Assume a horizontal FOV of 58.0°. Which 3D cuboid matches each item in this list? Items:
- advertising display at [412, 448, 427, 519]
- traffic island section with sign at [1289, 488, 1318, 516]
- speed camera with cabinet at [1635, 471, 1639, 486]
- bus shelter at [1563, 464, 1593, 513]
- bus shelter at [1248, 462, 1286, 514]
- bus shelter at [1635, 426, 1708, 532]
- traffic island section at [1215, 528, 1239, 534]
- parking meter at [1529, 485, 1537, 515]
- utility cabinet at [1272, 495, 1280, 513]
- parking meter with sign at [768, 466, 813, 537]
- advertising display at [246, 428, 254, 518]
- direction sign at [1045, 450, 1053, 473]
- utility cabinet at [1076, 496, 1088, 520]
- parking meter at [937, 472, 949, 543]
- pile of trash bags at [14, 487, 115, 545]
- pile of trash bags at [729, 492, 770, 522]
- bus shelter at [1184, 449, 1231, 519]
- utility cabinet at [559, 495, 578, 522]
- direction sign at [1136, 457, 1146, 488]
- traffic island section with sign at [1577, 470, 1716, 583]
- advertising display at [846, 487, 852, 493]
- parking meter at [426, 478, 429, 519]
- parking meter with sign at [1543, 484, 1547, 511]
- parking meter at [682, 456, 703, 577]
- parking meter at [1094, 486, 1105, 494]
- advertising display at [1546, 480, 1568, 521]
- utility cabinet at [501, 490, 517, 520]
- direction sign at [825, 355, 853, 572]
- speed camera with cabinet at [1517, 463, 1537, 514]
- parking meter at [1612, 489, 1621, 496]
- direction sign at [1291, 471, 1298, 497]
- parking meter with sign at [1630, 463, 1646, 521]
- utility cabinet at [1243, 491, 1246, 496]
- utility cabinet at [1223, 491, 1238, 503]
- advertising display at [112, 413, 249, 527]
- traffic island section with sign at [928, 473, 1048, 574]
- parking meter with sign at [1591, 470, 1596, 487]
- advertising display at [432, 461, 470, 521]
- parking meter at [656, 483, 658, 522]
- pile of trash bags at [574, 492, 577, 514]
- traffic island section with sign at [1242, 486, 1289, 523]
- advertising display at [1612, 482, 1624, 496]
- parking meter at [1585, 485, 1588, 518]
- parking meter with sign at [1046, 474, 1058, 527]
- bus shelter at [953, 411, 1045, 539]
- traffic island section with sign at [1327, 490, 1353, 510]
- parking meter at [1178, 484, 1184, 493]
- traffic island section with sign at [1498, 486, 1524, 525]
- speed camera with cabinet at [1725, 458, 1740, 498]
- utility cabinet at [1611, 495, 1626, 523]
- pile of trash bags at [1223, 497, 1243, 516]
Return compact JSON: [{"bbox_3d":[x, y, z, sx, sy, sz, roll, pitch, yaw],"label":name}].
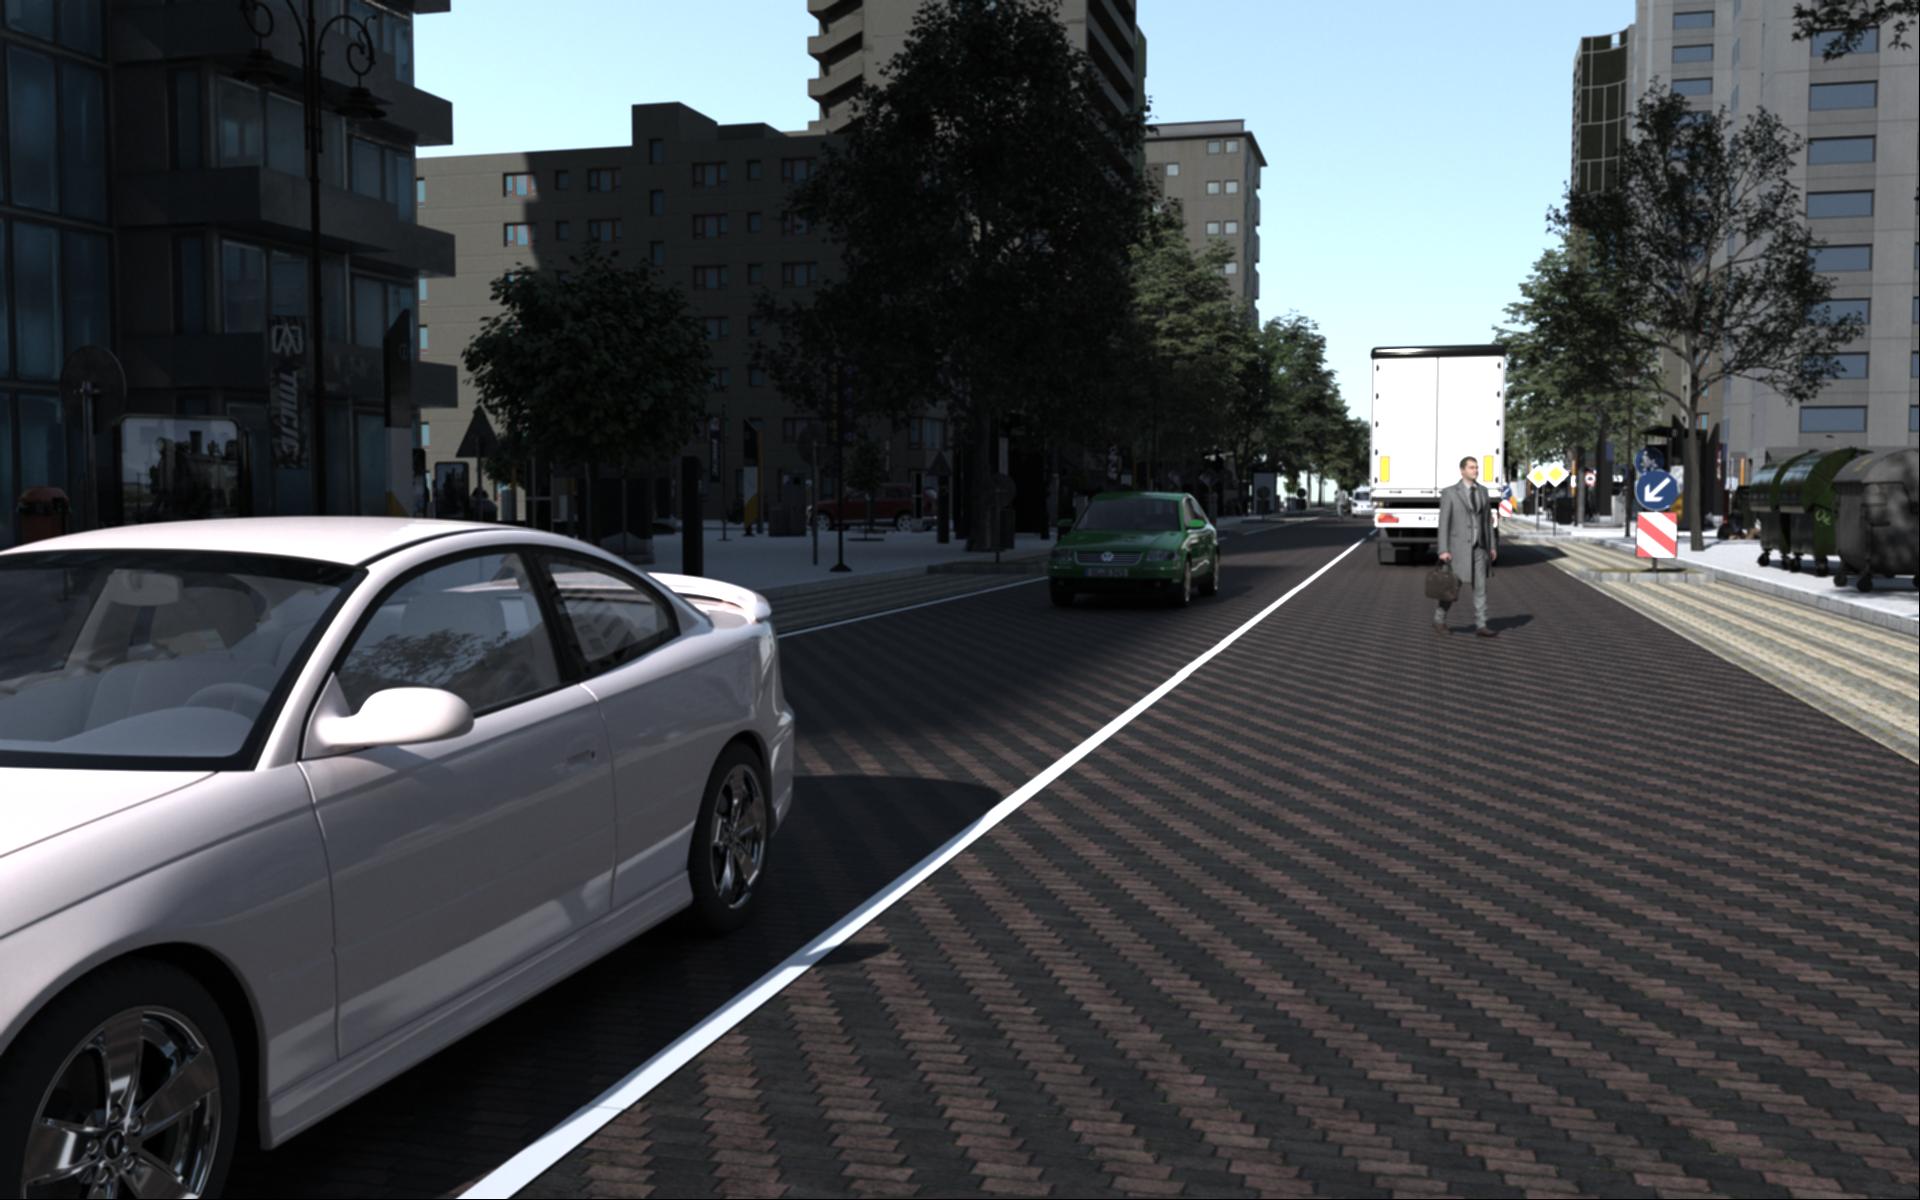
[{"bbox_3d":[-7.701,-1.159,24.158,0.123,1.923,0.974,0,4,7],"label":"advertising display"},{"bbox_3d":[22.004,-6.287,111.413,1.989,1.847,2.006,1,4,15],"label":"traffic island section with sign"},{"bbox_3d":[47.499,-7.658,119.542,0.660,3.252,2.038,-3,4,-38],"label":"speed camera with cabinet"},{"bbox_3d":[41.612,-7.561,117.543,2.014,3.302,5.546,1,4,15],"label":"bus shelter"},{"bbox_3d":[19.912,-7.248,112.425,2.014,3.302,5.546,1,4,15],"label":"bus shelter"},{"bbox_3d":[25.475,-4.336,62.175,1.731,3.624,6.357,1,4,15],"label":"bus shelter"},{"bbox_3d":[9.078,-2.506,63.249,2.009,0.180,2.903,1,4,15],"label":"traffic island section"},{"bbox_3d":[35.185,-6.157,106.384,0.399,1.863,0.255,2,4,24],"label":"parking meter"},{"bbox_3d":[20.894,-6.406,115.896,1.020,1.237,0.306,-1,4,-11],"label":"utility cabinet"},{"bbox_3d":[-5.062,-3.443,52.547,0.543,3.016,1.738,3,5,41],"label":"parking meter with sign"},{"bbox_3d":[-7.284,-0.714,16.884,0.974,1.923,0.123,2,4,25],"label":"advertising display"},{"bbox_3d":[4.533,-5.944,89.184,0.379,3.537,0.876,-2,4,-28],"label":"direction sign"},{"bbox_3d":[3.705,-2.550,52.852,0.306,1.237,1.020,1,4,8],"label":"utility cabinet"},{"bbox_3d":[-0.442,-2.415,45.192,0.255,1.863,0.399,-1,4,-14],"label":"parking meter"},{"bbox_3d":[-10.653,-0.761,22.201,1.912,1.369,3.447,1,4,13],"label":"pile of trash bags"},{"bbox_3d":[-9.474,-4.273,79.609,1.912,1.369,3.447,0,4,8],"label":"pile of trash bags"},{"bbox_3d":[13.282,-6.212,92.850,1.731,3.624,6.357,1,4,15],"label":"bus shelter"},{"bbox_3d":[-17.478,-4.061,77.553,1.020,1.237,0.306,3,4,36],"label":"utility cabinet"},{"bbox_3d":[11.044,-6.946,105.566,0.379,3.537,0.876,-2,4,-34],"label":"direction sign"},{"bbox_3d":[11.364,-1.233,28.795,1.989,1.847,2.006,1,4,15],"label":"traffic island section with sign"},{"bbox_3d":[-4.062,-3.884,68.712,0.974,1.923,0.123,-2,4,-35],"label":"advertising display"},{"bbox_3d":[-16.863,-2.970,54.264,0.399,1.863,0.255,-1,4,-22],"label":"parking meter"},{"bbox_3d":[44.302,-8.289,131.790,1.738,3.016,0.543,2,4,25],"label":"parking meter with sign"},{"bbox_3d":[-4.168,-1.301,26.977,0.255,1.863,0.399,0,4,4],"label":"parking meter"},{"bbox_3d":[4.452,-2.879,55.484,0.372,1.533,0.369,0,3,0],"label":"parking meter"},{"bbox_3d":[28.157,-4.681,81.741,0.974,1.923,0.123,3,5,40],"label":"advertising display"},{"bbox_3d":[-21.915,-4.616,84.149,0.318,1.500,1.173,1,4,8],"label":"utility cabinet"},{"bbox_3d":[-1.978,-2.240,28.619,0.379,3.537,0.876,2,4,23],"label":"direction sign"},{"bbox_3d":[36.469,-7.125,110.828,2.038,3.252,0.660,-3,5,-40],"label":"speed camera with cabinet"},{"bbox_3d":[30.346,-4.385,80.113,0.372,1.533,0.369,0,3,0],"label":"parking meter"},{"bbox_3d":[26.288,-8.816,136.143,0.379,3.537,0.876,-1,4,-20],"label":"direction sign"},{"bbox_3d":[33.273,-5.335,83.489,1.738,3.016,0.543,1,4,19],"label":"parking meter with sign"},{"bbox_3d":[18.917,-6.618,116.880,1.173,1.500,0.318,-2,4,-34],"label":"utility cabinet"},{"bbox_3d":[17.230,-6.242,110.734,1.173,1.500,0.318,2,4,24],"label":"utility cabinet"},{"bbox_3d":[-6.317,-0.540,14.047,0.974,1.923,0.123,-3,5,-42],"label":"advertising display"},{"bbox_3d":[0.621,-1.410,31.674,1.989,1.847,2.006,1,4,15],"label":"traffic island section with sign"},{"bbox_3d":[45.476,-7.836,124.374,0.543,3.016,1.738,3,4,36],"label":"parking meter with sign"},{"bbox_3d":[-10.124,-1.794,34.551,0.974,1.923,0.123,3,4,38],"label":"advertising display"},{"bbox_3d":[-13.872,-4.562,80.295,0.399,1.863,0.255,2,4,31],"label":"parking meter"},{"bbox_3d":[-25.892,-6.751,120.137,1.912,1.369,3.447,2,4,33],"label":"pile of trash bags"},{"bbox_3d":[14.937,-4.675,85.057,1.989,1.847,2.006,1,4,15],"label":"traffic island section with sign"},{"bbox_3d":[33.730,-5.146,89.348,0.974,1.923,0.123,-1,4,-9],"label":"advertising display"},{"bbox_3d":[33.147,-5.284,92.110,0.399,1.863,0.255,-1,4,-11],"label":"parking meter"},{"bbox_3d":[3.461,-4.313,66.771,1.738,3.016,0.543,1,4,12],"label":"parking meter with sign"},{"bbox_3d":[1.400,-3.700,51.771,1.731,3.624,6.357,1,4,15],"label":"bus shelter"},{"bbox_3d":[34.929,-9.237,159.646,1.989,1.847,2.006,1,4,15],"label":"traffic island section with sign"},{"bbox_3d":[11.772,-5.260,91.710,0.255,1.863,0.399,-3,5,-45],"label":"parking meter"},{"bbox_3d":[25.582,-4.477,81.826,1.989,1.847,2.006,1,4,15],"label":"traffic island section with sign"},{"bbox_3d":[43.197,-6.171,95.234,2.038,3.252,0.660,2,4,33],"label":"speed camera with cabinet"},{"bbox_3d":[29.063,-4.000,76.557,1.020,1.237,0.306,-3,5,-42],"label":"utility cabinet"},{"bbox_3d":[14.865,-5.579,100.969,1.912,1.369,3.447,-3,5,-44],"label":"pile of trash bags"}]
